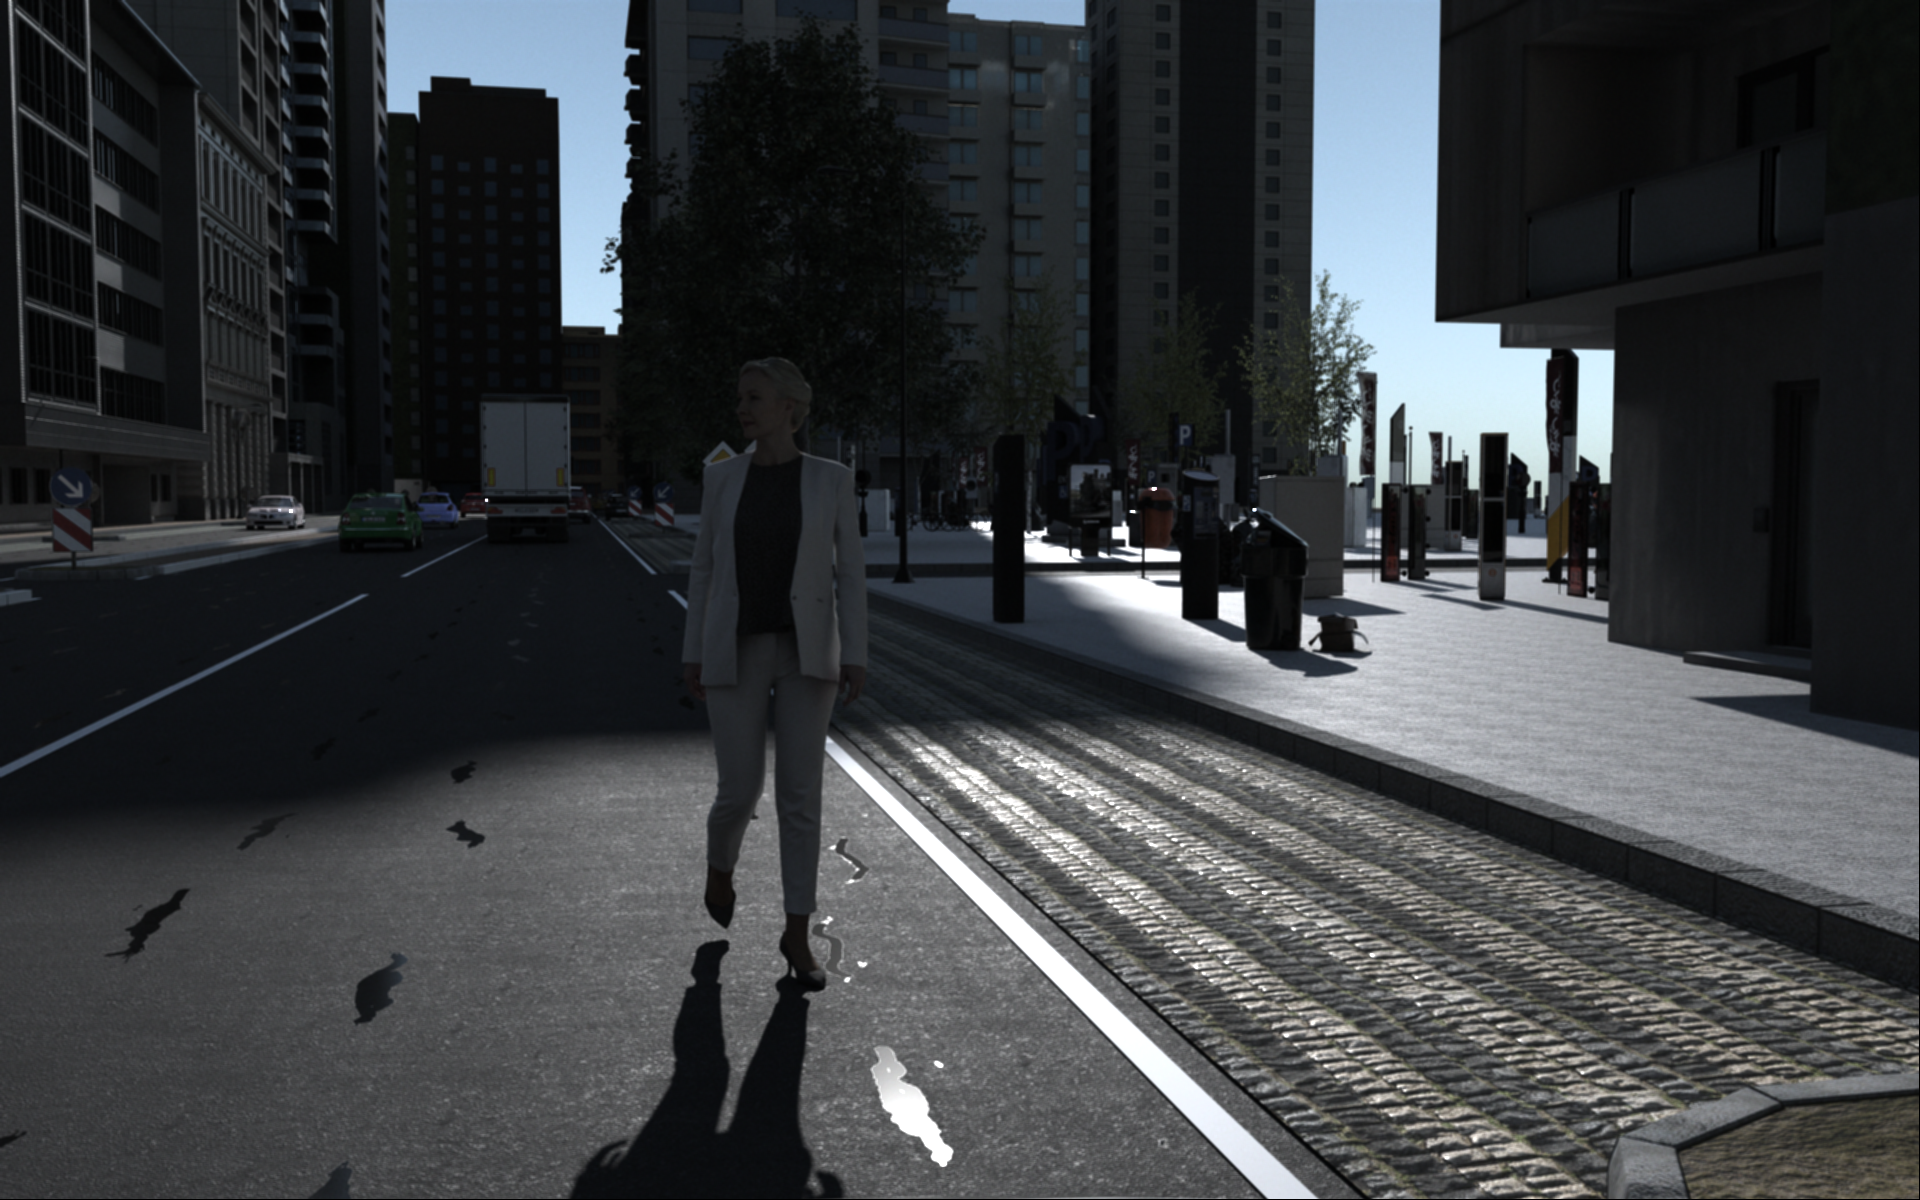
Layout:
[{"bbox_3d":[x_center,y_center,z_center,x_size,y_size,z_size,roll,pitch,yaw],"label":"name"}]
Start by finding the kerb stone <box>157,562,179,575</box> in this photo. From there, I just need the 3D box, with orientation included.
[{"bbox_3d":[-14.329,-0.557,31.297,0.120,0.150,1.000,-1,4,-13],"label":"kerb stone"}]

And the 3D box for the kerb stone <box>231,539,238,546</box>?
[{"bbox_3d":[-20.197,-1.566,47.894,0.120,0.150,1.000,-1,4,-13],"label":"kerb stone"}]

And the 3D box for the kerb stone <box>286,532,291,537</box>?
[{"bbox_3d":[-22.218,-2.123,56.902,0.120,0.150,1.000,-1,4,-13],"label":"kerb stone"}]

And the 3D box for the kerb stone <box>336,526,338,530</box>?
[{"bbox_3d":[-24.897,-2.857,68.911,0.120,0.150,1.000,-1,4,-13],"label":"kerb stone"}]

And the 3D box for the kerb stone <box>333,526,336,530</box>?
[{"bbox_3d":[-24.688,-2.796,67.910,0.120,0.150,1.000,-1,4,-13],"label":"kerb stone"}]

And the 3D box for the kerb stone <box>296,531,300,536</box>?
[{"bbox_3d":[-22.667,-2.244,58.901,0.120,0.150,1.000,-1,4,-13],"label":"kerb stone"}]

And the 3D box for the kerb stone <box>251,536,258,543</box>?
[{"bbox_3d":[-20.869,-1.756,50.899,0.120,0.150,1.000,-1,4,-13],"label":"kerb stone"}]

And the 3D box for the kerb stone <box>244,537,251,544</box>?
[{"bbox_3d":[-20.651,-1.690,49.901,0.120,0.150,1.000,-1,4,-13],"label":"kerb stone"}]

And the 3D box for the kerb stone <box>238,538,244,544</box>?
[{"bbox_3d":[-20.435,-1.633,48.901,0.120,0.150,1.000,-1,4,-13],"label":"kerb stone"}]

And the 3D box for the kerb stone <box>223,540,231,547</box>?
[{"bbox_3d":[-19.975,-1.510,46.887,0.120,0.150,1.000,-1,4,-13],"label":"kerb stone"}]

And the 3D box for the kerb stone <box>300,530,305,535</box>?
[{"bbox_3d":[-22.884,-2.305,59.901,0.120,0.150,1.000,-1,4,-13],"label":"kerb stone"}]

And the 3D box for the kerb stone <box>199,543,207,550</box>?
[{"bbox_3d":[-19.297,-1.326,43.875,0.120,0.150,1.000,-1,4,-13],"label":"kerb stone"}]

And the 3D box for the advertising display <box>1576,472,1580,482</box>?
[{"bbox_3d":[17.312,-2.710,49.521,0.974,1.923,0.123,-2,4,-29],"label":"advertising display"}]

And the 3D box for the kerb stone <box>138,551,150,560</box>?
[{"bbox_3d":[-17.957,-0.958,37.864,0.120,0.150,1.000,-1,4,-13],"label":"kerb stone"}]

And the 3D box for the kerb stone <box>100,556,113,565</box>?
[{"bbox_3d":[-17.284,-0.769,34.843,0.120,0.150,1.000,-1,4,-13],"label":"kerb stone"}]

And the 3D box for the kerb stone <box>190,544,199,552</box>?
[{"bbox_3d":[-19.082,-1.265,42.876,0.120,0.150,1.000,-1,4,-13],"label":"kerb stone"}]

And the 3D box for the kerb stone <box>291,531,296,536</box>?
[{"bbox_3d":[-22.443,-2.184,57.903,0.120,0.150,1.000,-1,4,-13],"label":"kerb stone"}]

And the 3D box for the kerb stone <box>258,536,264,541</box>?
[{"bbox_3d":[-21.096,-1.817,51.897,0.120,0.150,1.000,-1,4,-13],"label":"kerb stone"}]

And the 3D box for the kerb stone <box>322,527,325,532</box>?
[{"bbox_3d":[-24.018,-2.610,64.910,0.120,0.150,1.000,-1,4,-13],"label":"kerb stone"}]

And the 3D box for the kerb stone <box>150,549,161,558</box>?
[{"bbox_3d":[-18.177,-1.014,38.870,0.120,0.150,1.000,-1,4,-13],"label":"kerb stone"}]

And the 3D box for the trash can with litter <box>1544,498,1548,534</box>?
[{"bbox_3d":[19.203,-2.683,55.250,1.055,1.170,0.624,2,4,33],"label":"trash can with litter"}]

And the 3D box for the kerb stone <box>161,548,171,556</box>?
[{"bbox_3d":[-18.401,-1.081,39.871,0.120,0.150,1.000,-1,4,-13],"label":"kerb stone"}]

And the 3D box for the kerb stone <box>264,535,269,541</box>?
[{"bbox_3d":[-21.320,-1.878,52.895,0.120,0.150,1.000,-1,4,-13],"label":"kerb stone"}]

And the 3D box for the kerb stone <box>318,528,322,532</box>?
[{"bbox_3d":[-23.785,-2.544,63.913,0.120,0.150,1.000,-1,4,-13],"label":"kerb stone"}]

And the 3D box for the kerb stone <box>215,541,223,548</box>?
[{"bbox_3d":[-19.750,-1.449,45.890,0.120,0.150,1.000,-1,4,-13],"label":"kerb stone"}]

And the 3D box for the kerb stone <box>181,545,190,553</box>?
[{"bbox_3d":[-18.857,-1.204,41.879,0.120,0.150,1.000,-1,4,-13],"label":"kerb stone"}]

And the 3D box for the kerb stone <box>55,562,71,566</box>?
[{"bbox_3d":[-16.606,-0.590,31.848,0.120,0.150,1.000,-1,4,-13],"label":"kerb stone"}]

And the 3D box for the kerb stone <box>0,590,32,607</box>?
[{"bbox_3d":[-12.423,-0.033,22.772,0.120,0.150,1.000,-1,4,-13],"label":"kerb stone"}]

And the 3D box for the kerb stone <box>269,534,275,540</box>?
[{"bbox_3d":[-21.541,-1.933,53.894,0.120,0.150,1.000,-1,4,-13],"label":"kerb stone"}]

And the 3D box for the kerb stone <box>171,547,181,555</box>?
[{"bbox_3d":[-18.630,-1.141,40.868,0.120,0.150,1.000,-1,4,-13],"label":"kerb stone"}]

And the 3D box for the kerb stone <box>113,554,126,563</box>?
[{"bbox_3d":[-17.502,-0.825,35.842,0.120,0.150,1.000,-1,4,-13],"label":"kerb stone"}]

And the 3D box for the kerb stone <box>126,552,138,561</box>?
[{"bbox_3d":[-17.729,-0.897,36.854,0.120,0.150,1.000,-1,4,-13],"label":"kerb stone"}]

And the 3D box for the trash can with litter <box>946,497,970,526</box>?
[{"bbox_3d":[-0.034,-3.608,70.374,1.055,1.170,0.624,2,4,31],"label":"trash can with litter"}]

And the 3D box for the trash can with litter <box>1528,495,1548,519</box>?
[{"bbox_3d":[30.846,-4.894,91.070,1.678,1.210,2.233,-2,4,-29],"label":"trash can with litter"}]

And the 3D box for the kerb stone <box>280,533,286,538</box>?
[{"bbox_3d":[-21.989,-2.062,55.905,0.120,0.150,1.000,-1,4,-13],"label":"kerb stone"}]

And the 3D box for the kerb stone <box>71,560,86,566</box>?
[{"bbox_3d":[-16.836,-0.648,32.848,0.120,0.150,1.000,-1,4,-13],"label":"kerb stone"}]

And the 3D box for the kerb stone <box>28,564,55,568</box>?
[{"bbox_3d":[-16.387,-0.526,30.850,0.120,0.150,1.000,-1,4,-13],"label":"kerb stone"}]

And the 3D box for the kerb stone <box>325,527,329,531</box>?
[{"bbox_3d":[-24.237,-2.674,65.913,0.120,0.150,1.000,-1,4,-13],"label":"kerb stone"}]

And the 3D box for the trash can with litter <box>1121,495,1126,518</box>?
[{"bbox_3d":[9.270,-5.029,93.283,2.233,1.210,1.678,1,4,9],"label":"trash can with litter"}]

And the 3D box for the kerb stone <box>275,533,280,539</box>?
[{"bbox_3d":[-21.775,-2.001,54.906,0.120,0.150,1.000,-1,4,-13],"label":"kerb stone"}]

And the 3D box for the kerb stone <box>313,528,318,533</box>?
[{"bbox_3d":[-23.561,-2.490,62.915,0.120,0.150,1.000,-1,4,-13],"label":"kerb stone"}]

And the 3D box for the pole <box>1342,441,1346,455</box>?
[{"bbox_3d":[14.656,-4.428,66.240,0.158,3.312,0.155,0,3,0],"label":"pole"}]

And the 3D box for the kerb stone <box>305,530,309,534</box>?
[{"bbox_3d":[-23.110,-2.360,60.907,0.120,0.150,1.000,-1,4,-13],"label":"kerb stone"}]

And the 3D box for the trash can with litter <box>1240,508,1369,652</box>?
[{"bbox_3d":[2.845,-0.180,14.332,1.055,1.170,0.624,1,4,14],"label":"trash can with litter"}]

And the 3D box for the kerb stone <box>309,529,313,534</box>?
[{"bbox_3d":[-23.343,-2.422,61.904,0.120,0.150,1.000,-1,4,-13],"label":"kerb stone"}]

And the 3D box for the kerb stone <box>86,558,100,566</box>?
[{"bbox_3d":[-17.052,-0.713,33.847,0.120,0.150,1.000,-1,4,-13],"label":"kerb stone"}]

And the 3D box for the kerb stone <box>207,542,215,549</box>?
[{"bbox_3d":[-19.526,-1.387,44.878,0.120,0.150,1.000,-1,4,-13],"label":"kerb stone"}]

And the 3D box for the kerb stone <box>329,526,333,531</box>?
[{"bbox_3d":[-24.457,-2.731,66.914,0.120,0.150,1.000,-1,4,-13],"label":"kerb stone"}]

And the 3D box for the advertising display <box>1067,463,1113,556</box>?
[{"bbox_3d":[2.679,-1.868,35.752,0.974,1.923,0.123,-1,4,-17],"label":"advertising display"}]
